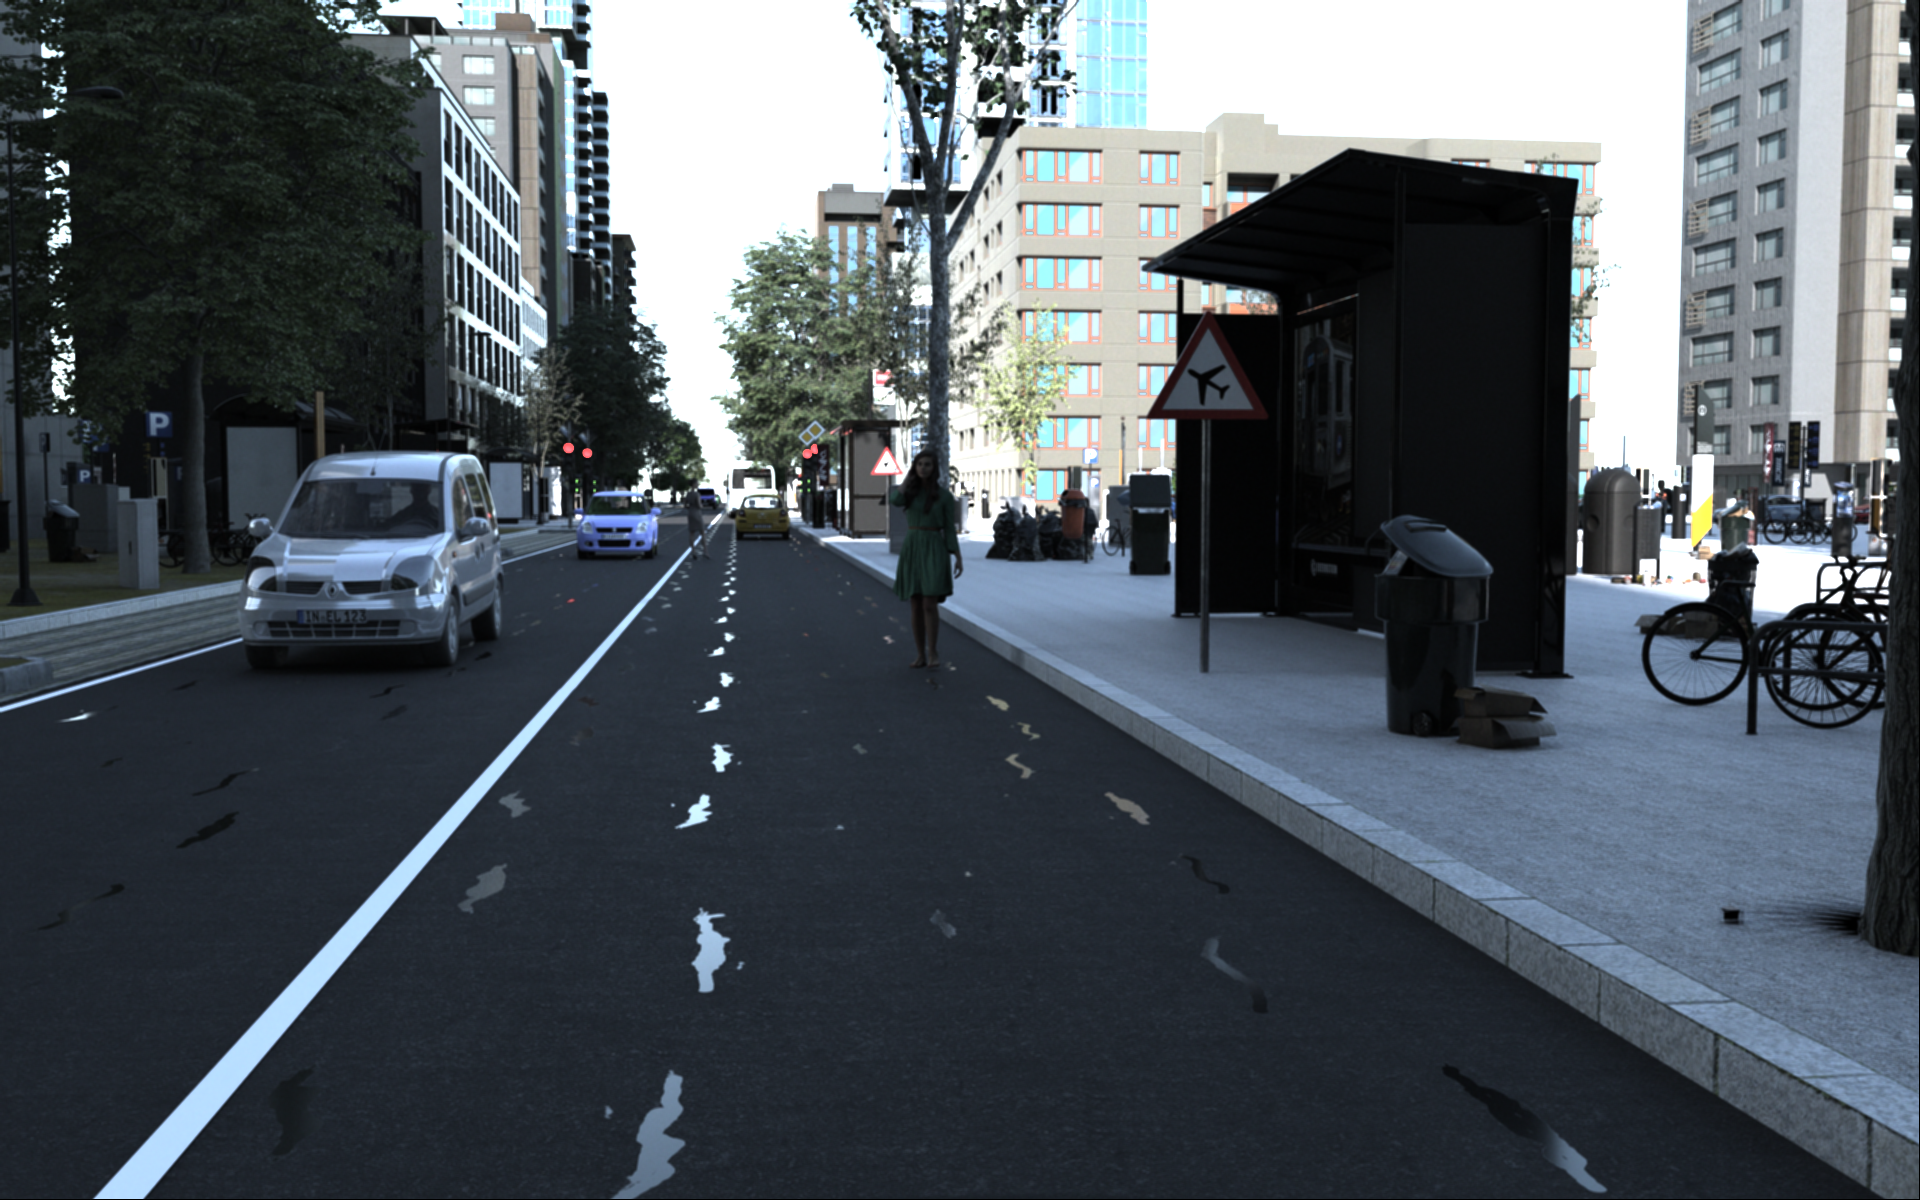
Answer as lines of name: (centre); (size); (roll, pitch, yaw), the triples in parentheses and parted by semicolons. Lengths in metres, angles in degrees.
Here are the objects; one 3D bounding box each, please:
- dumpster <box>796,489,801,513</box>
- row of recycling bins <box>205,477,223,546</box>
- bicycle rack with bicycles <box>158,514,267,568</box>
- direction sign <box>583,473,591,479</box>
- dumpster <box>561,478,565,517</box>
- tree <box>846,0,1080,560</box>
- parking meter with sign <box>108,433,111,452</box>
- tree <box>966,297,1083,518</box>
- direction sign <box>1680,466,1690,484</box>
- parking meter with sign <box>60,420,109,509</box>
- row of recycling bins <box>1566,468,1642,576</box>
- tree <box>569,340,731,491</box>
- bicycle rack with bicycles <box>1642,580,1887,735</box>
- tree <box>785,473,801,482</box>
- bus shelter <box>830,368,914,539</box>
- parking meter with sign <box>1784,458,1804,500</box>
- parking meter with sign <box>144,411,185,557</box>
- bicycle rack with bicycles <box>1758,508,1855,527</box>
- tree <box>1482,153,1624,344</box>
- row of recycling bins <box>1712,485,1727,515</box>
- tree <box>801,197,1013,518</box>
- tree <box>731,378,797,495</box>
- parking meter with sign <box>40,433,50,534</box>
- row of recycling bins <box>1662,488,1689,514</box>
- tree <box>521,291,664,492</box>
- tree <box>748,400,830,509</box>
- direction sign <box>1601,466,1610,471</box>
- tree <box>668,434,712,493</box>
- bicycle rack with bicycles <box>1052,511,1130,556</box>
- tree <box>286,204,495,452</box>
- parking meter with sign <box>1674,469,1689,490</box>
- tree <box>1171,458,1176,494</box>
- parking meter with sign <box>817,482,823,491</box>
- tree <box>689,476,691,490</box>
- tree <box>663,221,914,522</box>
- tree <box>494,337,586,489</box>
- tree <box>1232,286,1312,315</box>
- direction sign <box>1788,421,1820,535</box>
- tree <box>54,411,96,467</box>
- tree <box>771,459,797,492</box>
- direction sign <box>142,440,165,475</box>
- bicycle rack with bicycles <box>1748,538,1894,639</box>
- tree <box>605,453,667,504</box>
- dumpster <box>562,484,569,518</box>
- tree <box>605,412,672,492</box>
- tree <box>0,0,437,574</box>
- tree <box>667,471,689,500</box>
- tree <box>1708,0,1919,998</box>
dumpster: (-10.622, -6.926, 118.997); (1.264, 1.857, 1.865); (0, 4, -7)
row of recycling bins: (-17.926, -2.219, 43.394); (1.069, 1.692, 3.534); (0, 4, -4)
bicycle rack with bicycles: (-13.381, -1.115, 31.619); (2.925, 0.926, 2.852); (-2, 4, -35)
direction sign: (-19.851, -6.131, 92.237); (0.379, 3.537, 0.876); (-3, 4, -36)
dumpster: (-22.714, -5.783, 97.050); (1.502, 2.255, 1.985); (0, 4, -7)
tree: (1.092, -10.614, 29.431); (12.611, 20.169, 13.585); (0, 3, 0)
parking meter with sign: (-24.405, -3.194, 48.476); (0.543, 3.016, 1.738); (0, 4, -3)
tree: (2.474, -6.948, 63.964); (4.737, 8.622, 4.395); (0, 3, 0)
direction sign: (54.631, -8.475, 130.564); (0.876, 3.537, 0.379); (-1, 4, -22)
parking meter with sign: (-20.992, -2.760, 41.394); (0.543, 3.016, 1.738); (-3, 5, -43)
row of recycling bins: (9.068, -1.266, 27.806); (3.534, 1.692, 1.069); (1, 4, 10)
tree: (-26.523, -13.923, 138.014); (12.009, 13.543, 11.850); (0, 3, 0)
bicycle rack with bicycles: (5.368, 0.223, 9.729); (2.925, 0.926, 2.852); (2, 4, 32)
tree: (-12.878, -8.590, 135.051); (1.663, 3.219, 1.824); (0, 3, 0)
bus shelter: (-2.820, -4.615, 53.087); (2.179, 5.291, 8.768); (0, 4, -7)
parking meter with sign: (40.214, -5.345, 83.654); (0.543, 3.016, 1.738); (-1, 4, -9)
parking meter with sign: (-16.337, -2.434, 36.060); (1.738, 3.016, 0.543); (3, 5, 44)
bicycle rack with bicycles: (21.836, -1.927, 44.882); (2.852, 0.926, 2.925); (-2, 4, -34)
tree: (11.874, -5.313, 37.231); (4.360, 8.622, 3.978); (0, 3, 0)
row of recycling bins: (34.900, -4.466, 80.134); (1.069, 1.692, 3.534); (2, 4, 29)
tree: (-1.124, -5.697, 43.506); (4.360, 8.622, 3.978); (0, 3, 0)
tree: (-18.914, -16.433, 179.056); (12.009, 13.543, 11.850); (0, 3, 0)
parking meter with sign: (-25.509, -3.288, 50.021); (0.543, 3.016, 1.738); (3, 5, 44)
row of recycling bins: (46.579, -6.352, 110.970); (1.069, 1.692, 3.534); (-3, 5, -40)
tree: (-22.808, -12.376, 109.010); (9.857, 13.997, 8.962); (0, 3, 0)
tree: (-13.658, -12.613, 140.629); (7.601, 10.594, 8.767); (-1, 4, -11)
direction sign: (52.157, -9.056, 140.067); (0.876, 3.537, 0.379); (-1, 4, -18)
tree: (-47.679, -23.556, 302.155); (9.611, 12.733, 9.660); (0, 3, 0)
bicycle rack with bicycles: (2.887, -1.431, 36.775); (2.852, 0.926, 2.925); (2, 4, 33)
tree: (-14.658, -5.694, 43.457); (4.360, 8.622, 3.978); (0, 3, 0)
parking meter with sign: (50.169, -7.534, 119.436); (0.543, 3.016, 1.738); (-3, 5, -41)
tree: (10.356, -5.284, 80.987); (1.663, 3.219, 1.824); (0, 3, 0)
parking meter with sign: (-8.707, -6.755, 106.699); (1.738, 3.016, 0.543); (3, 5, 41)
tree: (-40.031, -16.054, 246.187); (4.285, 4.588, 4.351); (0, 3, 0)
tree: (-7.010, -10.641, 80.639); (9.857, 13.997, 8.962); (0, 3, 0)
tree: (-19.793, -8.035, 81.741); (4.360, 8.622, 3.978); (0, 3, 0)
tree: (8.998, -6.006, 48.552); (4.360, 8.622, 3.978); (0, 3, 0)
direction sign: (26.299, -3.795, 54.045); (0.876, 3.537, 0.379); (3, 4, 37)
tree: (-30.623, -4.537, 57.886); (4.285, 4.588, 4.351); (0, 3, 0)
tree: (-17.173, -11.251, 167.667); (4.285, 4.588, 4.351); (0, 3, 0)
direction sign: (-33.852, -4.942, 72.797); (0.876, 3.537, 0.379); (-1, 4, -22)
bicycle rack with bicycles: (9.724, -0.182, 16.364); (2.925, 0.926, 2.852); (-1, 4, -23)
tree: (-24.823, -8.778, 127.229); (4.285, 4.588, 4.351); (0, 3, 0)
dumpster: (-21.702, -5.369, 93.538); (1.264, 1.857, 1.865); (0, 4, -7)
tree: (-30.617, -13.957, 162.605); (7.601, 10.594, 8.767); (-3, 4, -38)
tree: (-11.986, -6.707, 27.793); (7.486, 12.596, 7.792); (0, 3, 0)
tree: (-37.047, -14.160, 215.234); (4.285, 4.588, 4.351); (0, 3, 0)
tree: (2.958, -4.823, 4.607); (9.928, 11.665, 9.643); (0, 3, 0)
